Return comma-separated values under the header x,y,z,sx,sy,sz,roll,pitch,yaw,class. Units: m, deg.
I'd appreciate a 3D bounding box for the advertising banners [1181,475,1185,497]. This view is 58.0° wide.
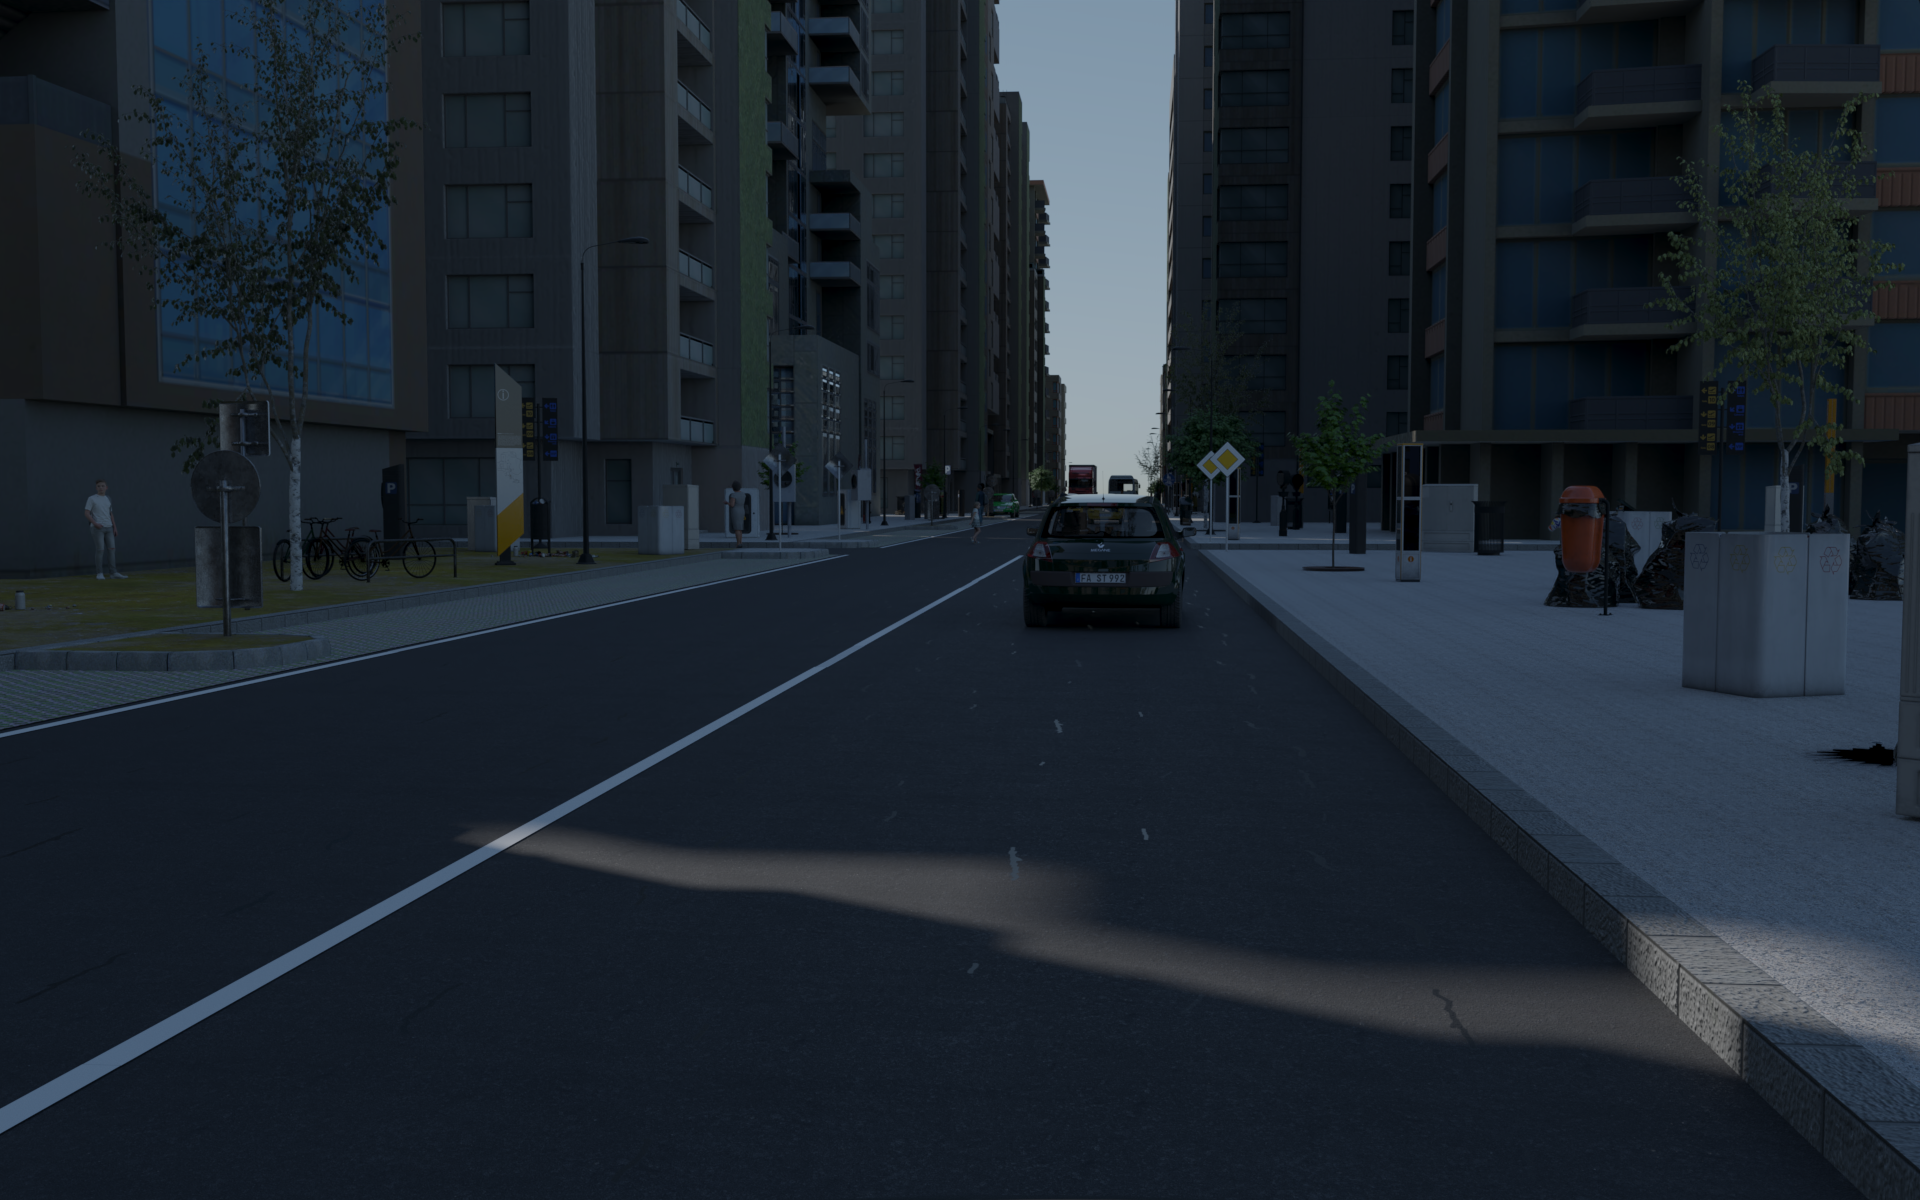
x,y,z,sx,sy,sz,roll,pitch,yaw,class
9.551,-4.781,74.351,0.090,3.025,2.074,1,4,11,advertising banners

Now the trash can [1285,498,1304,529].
x,y,z,sx,sy,sz,roll,pitch,yaw,class
12.147,-3.140,63.000,0.748,1.137,0.748,0,3,0,trash can

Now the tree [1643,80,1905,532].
x,y,z,sx,sy,sz,roll,pitch,yaw,class
14.461,-4.896,30.409,4.737,8.622,4.395,0,3,0,tree

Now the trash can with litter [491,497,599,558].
x,y,z,sx,sy,sz,roll,pitch,yaw,class
-8.391,-1.491,35.432,2.233,1.210,1.678,2,4,33,trash can with litter

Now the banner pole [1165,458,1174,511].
x,y,z,sx,sy,sz,roll,pitch,yaw,class
14.129,-7.778,117.185,0.863,3.779,0.401,3,5,45,banner pole

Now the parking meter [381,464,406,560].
x,y,z,sx,sy,sz,roll,pitch,yaw,class
-11.046,-1.716,33.760,0.399,1.863,0.255,0,4,3,parking meter

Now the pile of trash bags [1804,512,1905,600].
x,y,z,sx,sy,sz,roll,pitch,yaw,class
11.731,-0.701,21.216,1.912,1.369,3.447,0,4,-5,pile of trash bags

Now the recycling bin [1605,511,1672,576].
x,y,z,sx,sy,sz,roll,pitch,yaw,class
9.735,-0.758,24.954,0.722,1.027,0.722,0,4,-8,recycling bin

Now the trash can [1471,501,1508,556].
x,y,z,sx,sy,sz,roll,pitch,yaw,class
11.077,-1.505,36.255,0.748,1.137,0.748,0,3,0,trash can

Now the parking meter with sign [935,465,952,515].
x,y,z,sx,sy,sz,roll,pitch,yaw,class
-1.325,-6.655,105.070,1.738,3.016,0.543,-3,5,-44,parking meter with sign

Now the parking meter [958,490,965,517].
x,y,z,sx,sy,sz,roll,pitch,yaw,class
0.084,-5.492,98.199,0.372,1.533,0.369,0,3,0,parking meter

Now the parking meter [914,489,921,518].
x,y,z,sx,sy,sz,roll,pitch,yaw,class
-2.271,-5.123,92.172,0.372,1.533,0.369,0,3,0,parking meter

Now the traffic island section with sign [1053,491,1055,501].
x,y,z,sx,sy,sz,roll,pitch,yaw,class
9.281,-10.093,173.647,1.989,1.847,2.006,0,4,6,traffic island section with sign

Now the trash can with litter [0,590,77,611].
x,y,z,sx,sy,sz,roll,pitch,yaw,class
-11.194,-0.511,19.409,2.233,1.210,1.678,2,4,33,trash can with litter

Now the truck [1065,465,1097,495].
x,y,z,sx,sy,sz,roll,pitch,yaw,class
11.791,-10.876,166.735,2.839,4.237,11.283,0,4,6,truck

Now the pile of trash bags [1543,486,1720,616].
x,y,z,sx,sy,sz,roll,pitch,yaw,class
7.520,-0.600,19.561,1.912,1.369,3.447,3,4,38,pile of trash bags

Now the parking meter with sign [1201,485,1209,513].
x,y,z,sx,sy,sz,roll,pitch,yaw,class
16.688,-7.421,117.599,0.543,3.016,1.738,1,4,14,parking meter with sign

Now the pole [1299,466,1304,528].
x,y,z,sx,sy,sz,roll,pitch,yaw,class
12.724,-4.323,64.529,0.158,3.312,0.155,0,3,0,pole

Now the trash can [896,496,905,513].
x,y,z,sx,sy,sz,roll,pitch,yaw,class
-3.648,-5.930,108.606,0.748,1.137,0.748,0,3,0,trash can

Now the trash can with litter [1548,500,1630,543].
x,y,z,sx,sy,sz,roll,pitch,yaw,class
8.419,-0.727,23.277,0.624,1.170,1.055,3,5,45,trash can with litter

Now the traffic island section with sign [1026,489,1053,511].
x,y,z,sx,sy,sz,roll,pitch,yaw,class
6.592,-8.453,146.826,1.989,1.847,2.006,0,4,6,traffic island section with sign

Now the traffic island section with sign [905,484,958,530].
x,y,z,sx,sy,sz,roll,pitch,yaw,class
-1.114,-3.730,69.611,1.989,1.847,2.006,0,4,6,traffic island section with sign

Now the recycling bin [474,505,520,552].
x,y,z,sx,sy,sz,roll,pitch,yaw,class
-10.325,-1.595,38.633,0.722,1.027,0.722,2,4,33,recycling bin

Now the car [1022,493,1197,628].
x,y,z,sx,sy,sz,roll,pitch,yaw,class
1.719,-0.624,19.988,2.009,1.686,4.222,0,4,7,car

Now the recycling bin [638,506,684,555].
x,y,z,sx,sy,sz,roll,pitch,yaw,class
-6.362,-1.486,36.844,0.722,1.027,0.722,3,5,39,recycling bin

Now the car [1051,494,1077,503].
x,y,z,sx,sy,sz,roll,pitch,yaw,class
6.403,-5.624,102.171,2.015,1.641,3.980,0,4,4,car

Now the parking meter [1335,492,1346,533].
x,y,z,sx,sy,sz,roll,pitch,yaw,class
12.463,-3.124,56.782,0.399,1.863,0.255,0,4,-7,parking meter

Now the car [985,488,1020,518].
x,y,z,sx,sy,sz,roll,pitch,yaw,class
2.535,-5.805,103.714,1.959,1.807,4.718,0,4,7,car

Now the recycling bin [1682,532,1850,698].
x,y,z,sx,sy,sz,roll,pitch,yaw,class
5.234,0.078,11.276,0.722,1.027,0.722,-1,4,-17,recycling bin

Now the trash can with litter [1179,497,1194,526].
x,y,z,sx,sy,sz,roll,pitch,yaw,class
9.278,-3.626,70.667,0.624,1.170,1.055,0,4,0,trash can with litter

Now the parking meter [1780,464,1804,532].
x,y,z,sx,sy,sz,roll,pitch,yaw,class
16.269,-1.724,33.892,0.399,1.863,0.255,2,4,28,parking meter

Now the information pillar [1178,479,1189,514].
x,y,z,sx,sy,sz,roll,pitch,yaw,class
10.975,-4.880,84.286,0.304,2.012,0.304,3,5,43,information pillar

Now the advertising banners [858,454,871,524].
x,y,z,sx,sy,sz,roll,pitch,yaw,class
-4.170,-4.855,75.566,0.090,3.025,2.074,-1,4,-17,advertising banners

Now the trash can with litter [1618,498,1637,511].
x,y,z,sx,sy,sz,roll,pitch,yaw,class
17.443,-2.040,44.747,1.055,1.170,0.624,2,4,27,trash can with litter

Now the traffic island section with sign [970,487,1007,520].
x,y,z,sx,sy,sz,roll,pitch,yaw,class
1.620,-5.406,97.008,1.989,1.847,2.006,0,4,6,traffic island section with sign

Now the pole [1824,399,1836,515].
x,y,z,sx,sy,sz,roll,pitch,yaw,class
18.665,-2.650,37.178,0.158,3.312,0.155,0,3,0,pole

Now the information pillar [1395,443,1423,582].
x,y,z,sx,sy,sz,roll,pitch,yaw,class
6.552,-1.271,25.281,0.304,2.012,0.304,0,4,-1,information pillar

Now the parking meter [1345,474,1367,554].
x,y,z,sx,sy,sz,roll,pitch,yaw,class
8.534,-1.923,37.146,0.255,1.863,0.399,-1,4,-11,parking meter

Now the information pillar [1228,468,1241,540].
x,y,z,sx,sy,sz,roll,pitch,yaw,class
7.625,-2.672,48.175,0.304,2.012,0.304,1,4,19,information pillar

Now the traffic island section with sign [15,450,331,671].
x,y,z,sx,sy,sz,roll,pitch,yaw,class
-6.582,-0.382,14.870,1.989,1.847,2.006,0,4,6,traffic island section with sign

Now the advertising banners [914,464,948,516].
x,y,z,sx,sy,sz,roll,pitch,yaw,class
-1.687,-6.359,100.155,2.074,3.025,0.090,1,4,15,advertising banners

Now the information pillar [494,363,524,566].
x,y,z,sx,sy,sz,roll,pitch,yaw,class
-8.130,-2.436,31.175,0.504,3.616,0.183,-2,4,-29,information pillar

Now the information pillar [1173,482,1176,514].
x,y,z,sx,sy,sz,roll,pitch,yaw,class
13.649,-6.402,109.171,0.304,2.012,0.304,-3,4,-36,information pillar
